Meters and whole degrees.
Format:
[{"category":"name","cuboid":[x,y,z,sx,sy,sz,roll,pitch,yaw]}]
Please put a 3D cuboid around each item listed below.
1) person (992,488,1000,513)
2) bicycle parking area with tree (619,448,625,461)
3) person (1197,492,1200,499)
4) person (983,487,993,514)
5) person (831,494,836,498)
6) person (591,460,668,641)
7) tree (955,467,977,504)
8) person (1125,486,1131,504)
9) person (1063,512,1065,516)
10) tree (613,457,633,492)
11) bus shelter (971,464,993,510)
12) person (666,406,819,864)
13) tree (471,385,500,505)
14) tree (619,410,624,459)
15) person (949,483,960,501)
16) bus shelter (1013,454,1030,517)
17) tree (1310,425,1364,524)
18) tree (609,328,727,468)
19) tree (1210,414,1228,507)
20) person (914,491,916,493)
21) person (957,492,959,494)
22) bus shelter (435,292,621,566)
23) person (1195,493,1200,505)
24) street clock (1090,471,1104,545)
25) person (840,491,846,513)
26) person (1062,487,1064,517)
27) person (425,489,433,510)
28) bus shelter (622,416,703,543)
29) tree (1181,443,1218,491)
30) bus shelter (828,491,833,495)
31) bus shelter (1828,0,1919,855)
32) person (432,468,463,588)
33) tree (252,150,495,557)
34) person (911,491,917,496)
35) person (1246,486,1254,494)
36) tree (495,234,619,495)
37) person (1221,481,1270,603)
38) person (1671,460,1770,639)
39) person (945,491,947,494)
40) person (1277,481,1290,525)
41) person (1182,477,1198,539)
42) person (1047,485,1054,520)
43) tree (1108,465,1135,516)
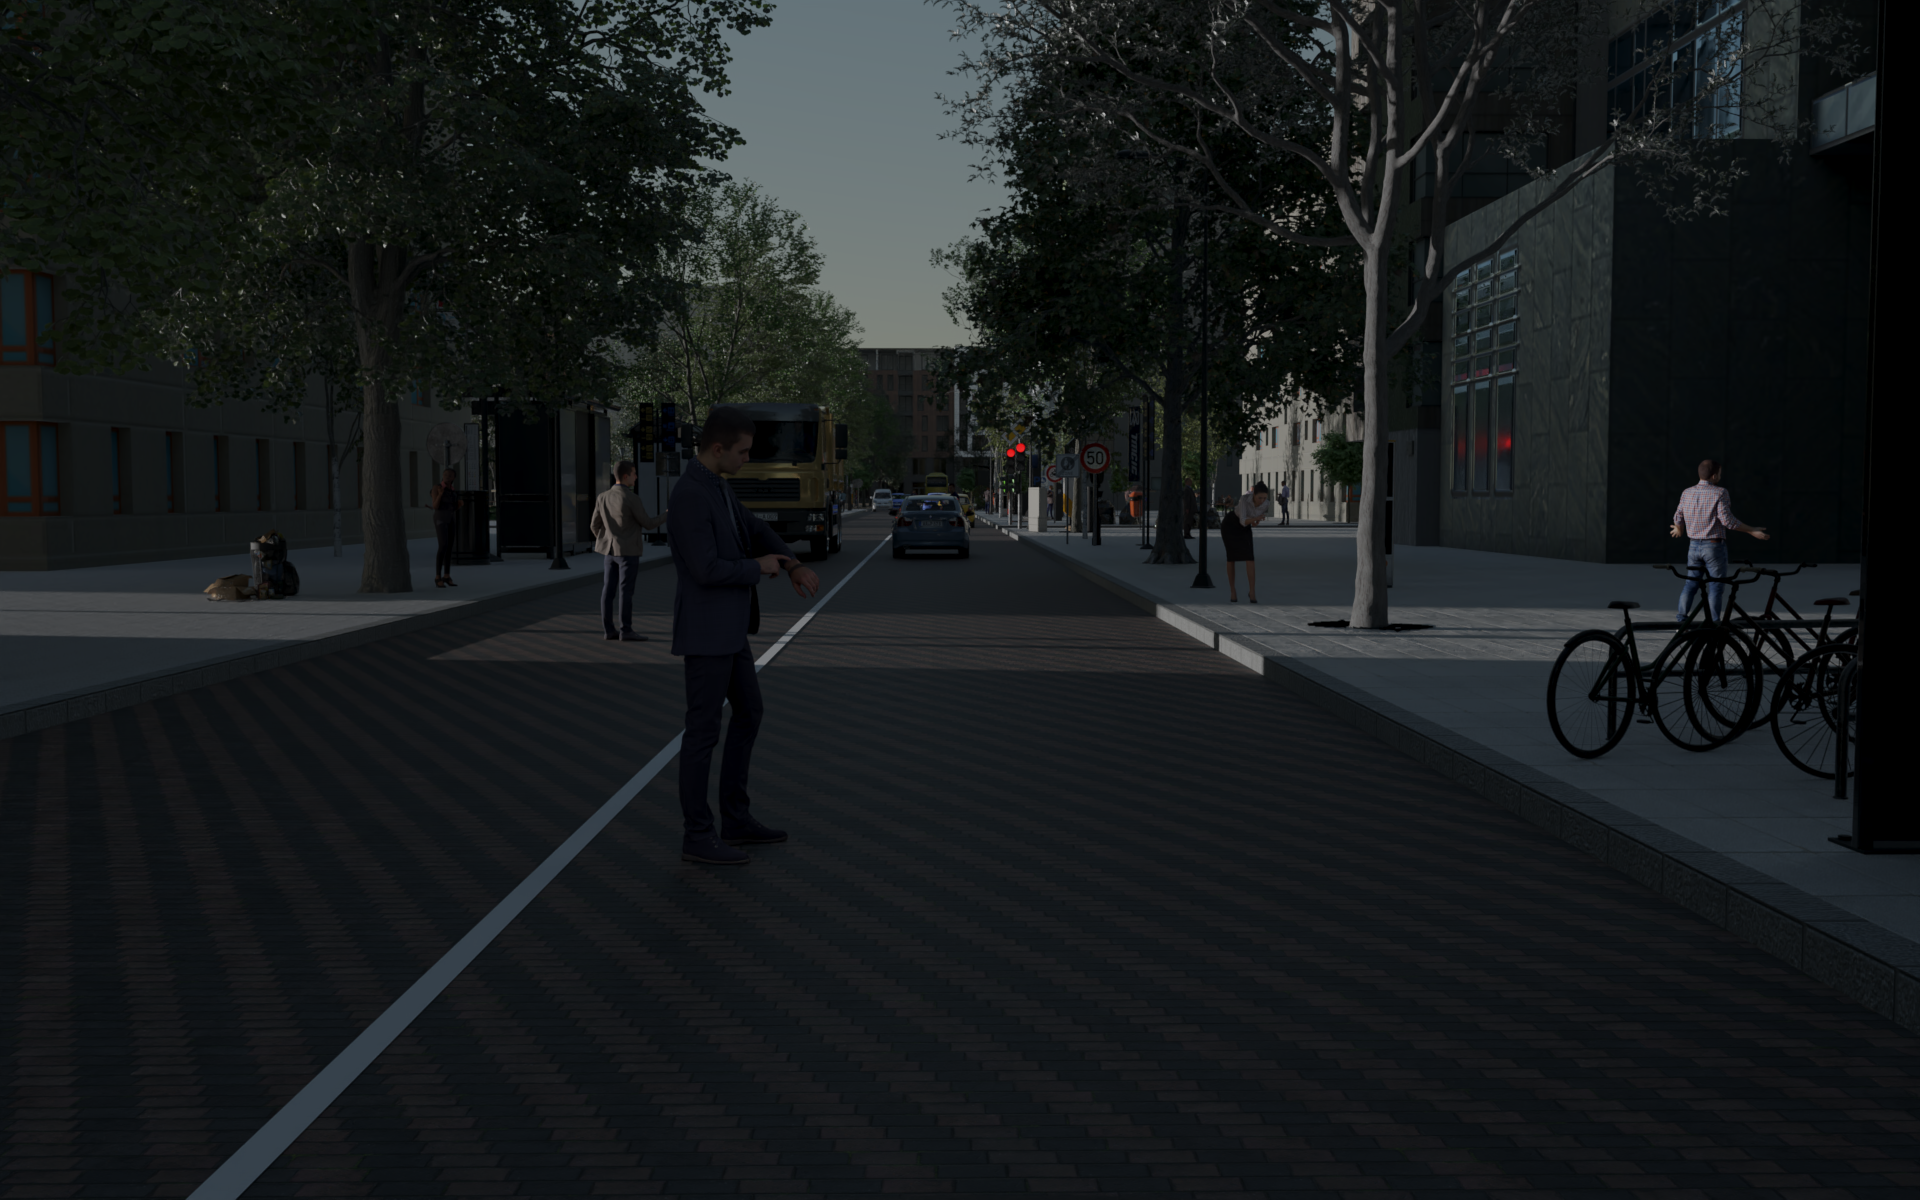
[{"category":"person","cuboid":[2.486,-6.798,117.985,0.742,1.727,0.445,0,4,-7]},{"category":"bicycle parking area with tree","cuboid":[-18.534,-7.367,107.454,8.231,4.147,9.016,1,4,22]},{"category":"person","cuboid":[15.868,-6.408,114.052,0.421,1.427,0.697,-2,4,-32]},{"category":"person","cuboid":[1.841,-6.414,111.728,0.431,1.722,0.655,-3,5,-45]},{"category":"person","cuboid":[-4.192,-2.583,53.968,0.697,1.427,0.421,1,4,15]},{"category":"person","cuboid":[-3.181,-0.491,17.055,0.750,1.759,0.617,-3,5,-41]},{"category":"tree","cuboid":[1.374,-14.658,223.376,4.285,4.588,4.351,0,3,0]},{"category":"person","cuboid":[10.654,-6.294,109.072,0.434,1.807,0.598,-1,4,-17]},{"category":"person","cuboid":[6.094,-5.693,102.354,0.726,1.435,0.776,2,4,25]},{"category":"tree","cuboid":[-17.756,-5.904,91.140,1.663,3.219,1.824,0,3,0]},{"category":"bus shelter","cuboid":[1.795,-9.002,138.458,1.731,3.624,6.357,0,4,-1]},{"category":"person","cuboid":[-0.837,0.131,6.808,0.568,1.767,0.683,0,4,4]},{"category":"tree","cuboid":[-37.845,-12.650,141.236,8.767,10.594,7.601,-1,4,-19]},{"category":"tree","cuboid":[-26.527,-11.015,130.462,4.360,8.622,3.978,0,3,0]},{"category":"person","cuboid":[-0.249,-2.406,48.537,0.504,1.737,0.576,-3,4,-37]},{"category":"bus shelter","cuboid":[3.760,-6.720,101.162,1.731,3.624,6.357,0,4,-1]},{"category":"tree","cuboid":[16.972,-5.619,75.591,4.285,4.588,4.351,0,3,0]},{"category":"tree","cuboid":[-20.053,-12.363,119.146,9.611,12.733,9.660,0,3,0]},{"category":"tree","cuboid":[11.272,-8.617,91.242,4.737,8.622,4.395,0,3,0]},{"category":"person","cuboid":[-4.481,-9.604,166.045,0.721,1.766,1.217,0,4,-6]},{"category":"person","cuboid":[-0.196,-8.635,151.156,0.415,1.643,0.593,-1,4,-23]},{"category":"bus shelter","cuboid":[-8.765,-3.521,35.201,2.179,5.291,8.768,0,4,-1]},{"category":"person","cuboid":[14.890,-6.009,108.206,0.435,1.345,0.340,-1,4,-14]},{"category":"street clock","cuboid":[3.418,-2.368,43.288,0.358,2.002,0.471,2,4,23]},{"category":"person","cuboid":[-7.955,-6.658,117.112,0.499,1.552,0.429,0,4,-2]},{"category":"person","cuboid":[5.657,-5.366,94.581,0.742,1.727,0.445,3,5,40]},{"category":"person","cuboid":[-12.182,-1.923,40.666,0.628,1.438,0.799,0,4,-7]},{"category":"bus shelter","cuboid":[-7.855,-3.307,47.990,2.014,3.302,5.546,0,4,-1]},{"category":"tree","cuboid":[14.726,-7.751,110.439,4.285,4.588,4.351,0,3,0]},{"category":"bus shelter","cuboid":[-10.175,-8.337,130.238,2.014,3.302,5.546,0,4,-1]},{"category":"bus shelter","cuboid":[3.769,-0.725,3.134,1.731,3.624,6.357,0,4,-1]},{"category":"person","cuboid":[-7.058,-1.001,23.879,0.415,1.643,0.593,-1,4,-17]},{"category":"tree","cuboid":[-12.475,-5.183,35.105,4.360,8.622,3.978,0,3,0]},{"category":"person","cuboid":[-4.213,-9.257,160.306,0.683,1.767,0.568,-1,4,-16]},{"category":"person","cuboid":[14.719,-4.925,87.511,0.756,1.711,0.436,0,4,2]},{"category":"tree","cuboid":[-12.289,-5.911,47.003,4.360,8.622,3.978,0,3,0]},{"category":"person","cuboid":[3.381,-0.679,20.341,0.799,1.438,0.628,3,5,39]},{"category":"person","cuboid":[6.674,-0.454,15.432,0.435,1.587,0.963,-3,4,-37]},{"category":"person","cuboid":[-1.376,-10.543,181.427,0.434,1.755,0.990,3,5,45]},{"category":"person","cuboid":[13.266,-4.005,71.389,0.599,1.838,0.709,2,4,35]},{"category":"person","cuboid":[6.576,-2.622,49.469,0.434,1.755,0.990,1,4,19]},{"category":"person","cuboid":[4.575,-4.866,86.423,0.431,1.722,0.655,3,4,37]},{"category":"tree","cuboid":[9.057,-6.471,100.407,1.663,3.219,1.824,0,3,0]}]
